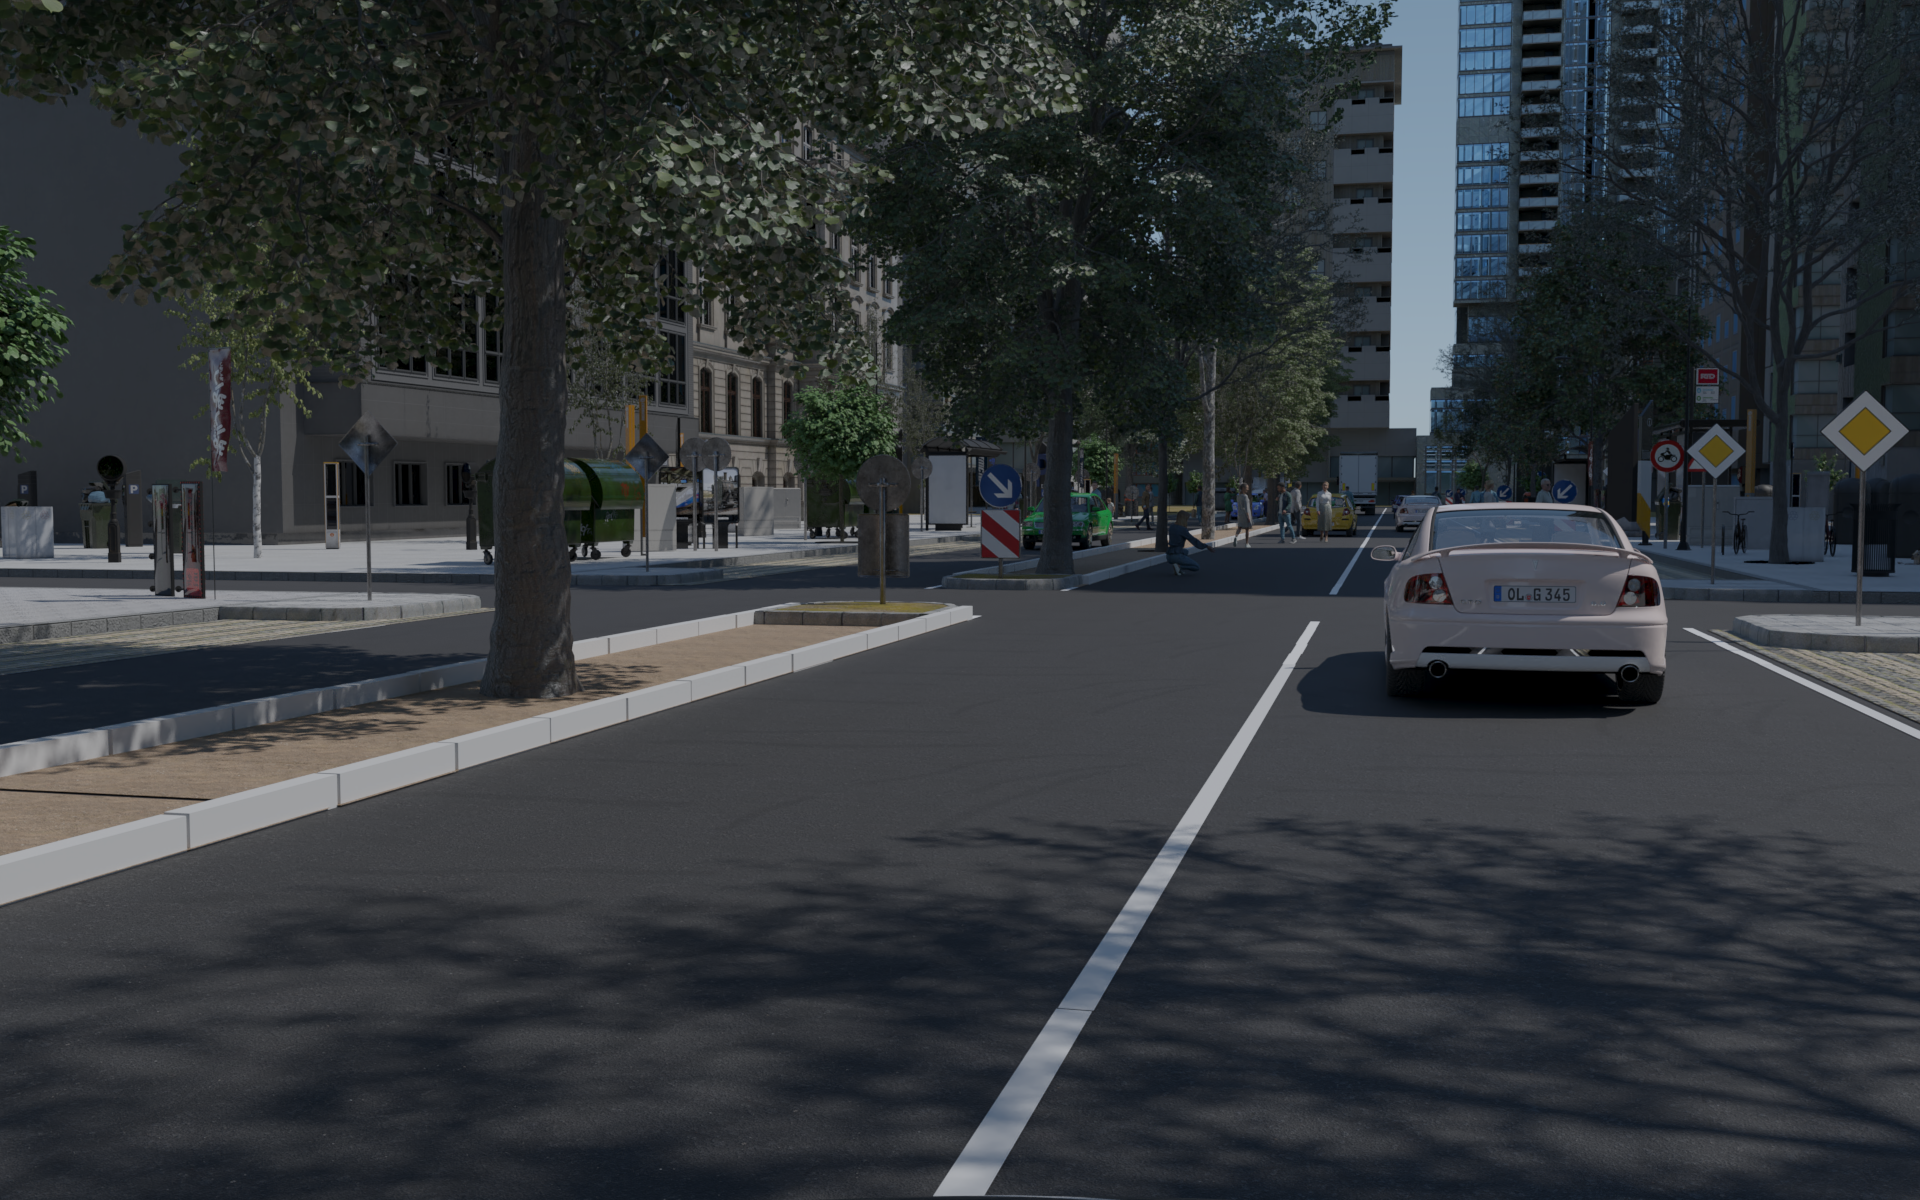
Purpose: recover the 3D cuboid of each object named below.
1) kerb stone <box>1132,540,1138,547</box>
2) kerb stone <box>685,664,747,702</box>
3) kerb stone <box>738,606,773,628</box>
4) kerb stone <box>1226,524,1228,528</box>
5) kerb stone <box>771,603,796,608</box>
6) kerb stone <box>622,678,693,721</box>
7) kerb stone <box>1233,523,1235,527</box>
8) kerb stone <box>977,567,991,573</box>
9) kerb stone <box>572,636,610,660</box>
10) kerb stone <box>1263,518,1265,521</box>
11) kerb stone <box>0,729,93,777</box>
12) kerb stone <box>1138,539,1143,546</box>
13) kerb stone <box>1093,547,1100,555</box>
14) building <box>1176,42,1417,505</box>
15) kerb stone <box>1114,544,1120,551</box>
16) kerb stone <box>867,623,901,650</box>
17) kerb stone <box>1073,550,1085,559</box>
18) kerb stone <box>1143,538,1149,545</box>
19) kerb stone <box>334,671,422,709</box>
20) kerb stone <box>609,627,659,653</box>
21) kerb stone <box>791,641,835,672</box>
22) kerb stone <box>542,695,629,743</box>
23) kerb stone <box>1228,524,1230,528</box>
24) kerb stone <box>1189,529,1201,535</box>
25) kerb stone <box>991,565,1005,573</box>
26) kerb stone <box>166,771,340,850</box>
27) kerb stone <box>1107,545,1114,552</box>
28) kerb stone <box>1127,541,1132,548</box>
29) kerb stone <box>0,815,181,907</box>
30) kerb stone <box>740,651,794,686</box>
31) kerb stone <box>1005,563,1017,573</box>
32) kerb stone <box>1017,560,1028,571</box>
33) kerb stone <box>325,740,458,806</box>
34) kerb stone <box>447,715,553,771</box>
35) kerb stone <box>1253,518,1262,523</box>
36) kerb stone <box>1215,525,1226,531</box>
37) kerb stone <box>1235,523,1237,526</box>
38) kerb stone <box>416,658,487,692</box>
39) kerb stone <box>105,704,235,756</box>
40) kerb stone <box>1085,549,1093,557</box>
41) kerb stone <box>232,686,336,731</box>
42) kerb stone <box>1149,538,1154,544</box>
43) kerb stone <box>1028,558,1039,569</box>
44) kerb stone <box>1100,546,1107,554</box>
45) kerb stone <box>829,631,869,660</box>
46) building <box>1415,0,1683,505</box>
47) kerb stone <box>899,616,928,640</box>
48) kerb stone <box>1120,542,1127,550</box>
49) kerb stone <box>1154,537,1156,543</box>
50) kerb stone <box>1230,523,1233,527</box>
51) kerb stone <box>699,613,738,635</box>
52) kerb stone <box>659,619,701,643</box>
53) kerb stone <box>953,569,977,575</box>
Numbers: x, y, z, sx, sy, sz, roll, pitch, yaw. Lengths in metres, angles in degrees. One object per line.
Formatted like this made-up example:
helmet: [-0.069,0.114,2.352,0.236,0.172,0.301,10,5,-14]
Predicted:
kerb stone: [4.562,-1.474,46.295,0.120,0.150,1.000,1,4,14]
kerb stone: [-1.783,0.598,12.418,0.120,0.150,1.000,1,4,14]
kerb stone: [-2.306,0.202,18.926,0.120,0.150,1.000,1,4,14]
kerb stone: [10.812,-2.992,71.134,0.120,0.150,1.000,1,4,14]
kerb stone: [-2.063,0.139,19.928,0.120,0.150,1.000,1,4,14]
kerb stone: [-2.028,0.662,11.422,0.120,0.150,1.000,1,4,14]
kerb stone: [11.552,-3.176,74.115,0.120,0.150,1.000,1,4,14]
kerb stone: [0.309,-0.439,29.372,0.120,0.150,1.000,1,4,14]
kerb stone: [-3.316,0.443,14.948,0.120,0.150,1.000,1,4,14]
kerb stone: [15.801,-4.210,91.030,0.120,0.150,1.000,1,4,14]
kerb stone: [-4.818,0.809,8.961,0.120,0.150,1.000,1,4,14]
kerb stone: [4.807,-1.535,47.294,0.120,0.150,1.000,1,4,14]
kerb stone: [3.063,-1.109,40.323,0.120,0.150,1.000,1,4,14]
building: [40.237,-37.717,205.904,27.495,52.752,28.713,1,4,14]
kerb stone: [3.813,-1.291,43.308,0.120,0.150,1.000,1,4,14]
kerb stone: [-0.783,0.355,16.392,0.120,0.150,1.000,1,4,14]
kerb stone: [2.561,-0.987,38.332,0.120,0.150,1.000,1,4,14]
kerb stone: [5.065,-1.596,48.283,0.120,0.150,1.000,1,4,14]
kerb stone: [-4.060,0.632,11.956,0.120,0.150,1.000,1,4,14]
kerb stone: [-3.058,0.382,15.946,0.120,0.150,1.000,1,4,14]
kerb stone: [-1.272,0.477,14.404,0.120,0.150,1.000,1,4,14]
kerb stone: [-2.281,0.720,10.431,0.120,0.150,1.000,1,4,14]
kerb stone: [11.050,-3.054,72.128,0.120,0.150,1.000,1,4,14]
kerb stone: [8.311,-2.386,61.205,0.120,0.150,1.000,1,4,14]
kerb stone: [0.568,-0.498,30.375,0.120,0.150,1.000,1,4,14]
kerb stone: [-3.030,0.901,7.457,0.120,0.150,1.000,1,4,14]
kerb stone: [3.557,-1.221,42.314,0.120,0.150,1.000,1,4,14]
kerb stone: [4.310,-1.413,45.301,0.120,0.150,1.000,1,4,14]
kerb stone: [-3.276,0.967,6.463,0.120,0.150,1.000,1,4,14]
kerb stone: [-1.531,0.537,13.415,0.120,0.150,1.000,1,4,14]
kerb stone: [0.815,-0.556,31.368,0.120,0.150,1.000,1,4,14]
kerb stone: [1.070,-0.617,32.367,0.120,0.150,1.000,1,4,14]
kerb stone: [-2.780,0.841,8.448,0.120,0.150,1.000,1,4,14]
kerb stone: [-2.526,0.781,9.439,0.120,0.150,1.000,1,4,14]
kerb stone: [15.305,-4.088,89.033,0.120,0.150,1.000,1,4,14]
kerb stone: [10.553,-2.931,70.145,0.120,0.150,1.000,1,4,14]
kerb stone: [11.804,-3.235,75.106,0.120,0.150,1.000,1,4,14]
kerb stone: [-3.812,0.567,12.952,0.120,0.150,1.000,1,4,14]
kerb stone: [-4.562,0.750,9.955,0.120,0.150,1.000,1,4,14]
kerb stone: [2.817,-1.048,39.327,0.120,0.150,1.000,1,4,14]
kerb stone: [-4.313,0.688,10.950,0.120,0.150,1.000,1,4,14]
kerb stone: [5.309,-1.656,49.276,0.120,0.150,1.000,1,4,14]
kerb stone: [1.321,-0.681,33.357,0.120,0.150,1.000,1,4,14]
kerb stone: [3.314,-1.170,41.321,0.120,0.150,1.000,1,4,14]
kerb stone: [-1.034,0.417,15.401,0.120,0.150,1.000,1,4,14]
building: [67.770,-53.931,194.445,31.000,86.520,22.319,1,4,14]
kerb stone: [-0.533,0.297,17.383,0.120,0.150,1.000,1,4,14]
kerb stone: [4.070,-1.352,44.307,0.120,0.150,1.000,1,4,14]
kerb stone: [5.565,-1.716,50.266,0.120,0.150,1.000,1,4,14]
kerb stone: [11.308,-3.115,73.122,0.120,0.150,1.000,1,4,14]
kerb stone: [-2.566,0.262,17.938,0.120,0.150,1.000,1,4,14]
kerb stone: [-2.811,0.321,16.944,0.120,0.150,1.000,1,4,14]
kerb stone: [0.060,-0.378,28.379,0.120,0.150,1.000,1,4,14]
